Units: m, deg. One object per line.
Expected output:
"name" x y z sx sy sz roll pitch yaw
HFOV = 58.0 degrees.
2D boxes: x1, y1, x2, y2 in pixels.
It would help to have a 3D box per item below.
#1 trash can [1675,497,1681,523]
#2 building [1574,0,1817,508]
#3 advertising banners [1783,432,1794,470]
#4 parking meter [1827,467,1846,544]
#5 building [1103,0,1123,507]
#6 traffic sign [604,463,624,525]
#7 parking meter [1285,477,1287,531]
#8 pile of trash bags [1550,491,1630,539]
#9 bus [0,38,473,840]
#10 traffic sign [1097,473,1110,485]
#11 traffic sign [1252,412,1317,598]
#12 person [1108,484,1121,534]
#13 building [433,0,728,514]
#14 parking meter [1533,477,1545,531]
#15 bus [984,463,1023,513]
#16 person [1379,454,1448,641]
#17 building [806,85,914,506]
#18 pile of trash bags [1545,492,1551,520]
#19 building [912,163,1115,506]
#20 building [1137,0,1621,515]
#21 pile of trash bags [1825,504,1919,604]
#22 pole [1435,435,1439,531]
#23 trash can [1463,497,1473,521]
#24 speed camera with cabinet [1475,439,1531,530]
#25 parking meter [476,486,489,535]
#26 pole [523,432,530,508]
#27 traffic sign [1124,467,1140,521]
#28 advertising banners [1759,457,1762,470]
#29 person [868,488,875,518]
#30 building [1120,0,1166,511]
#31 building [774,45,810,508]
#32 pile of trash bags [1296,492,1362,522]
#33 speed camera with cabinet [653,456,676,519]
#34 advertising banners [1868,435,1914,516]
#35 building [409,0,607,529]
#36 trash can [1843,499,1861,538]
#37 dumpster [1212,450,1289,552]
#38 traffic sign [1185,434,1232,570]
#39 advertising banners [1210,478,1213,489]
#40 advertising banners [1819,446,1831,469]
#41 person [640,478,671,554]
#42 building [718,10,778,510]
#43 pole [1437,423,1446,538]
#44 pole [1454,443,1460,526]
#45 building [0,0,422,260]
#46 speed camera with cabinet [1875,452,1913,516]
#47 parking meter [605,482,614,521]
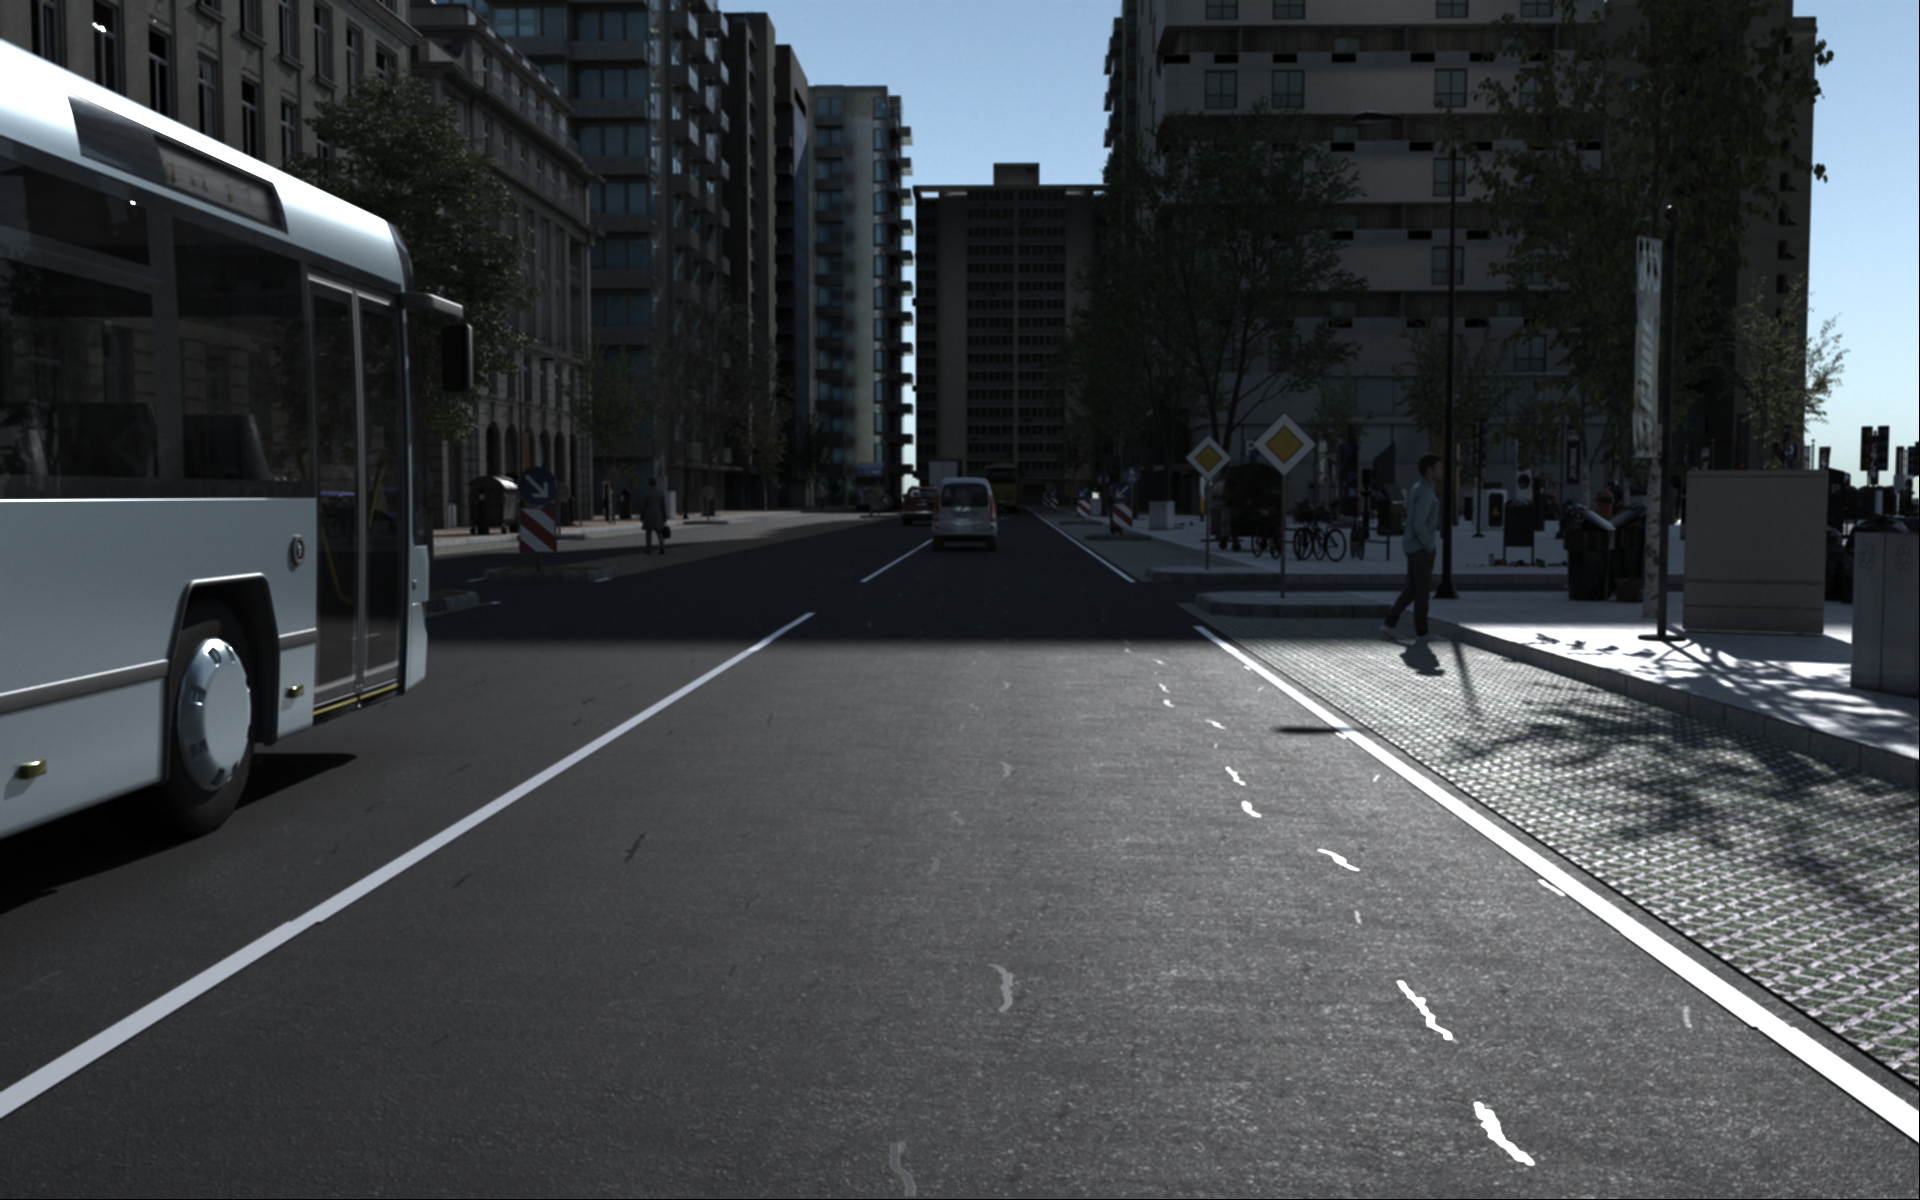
"trash can" 31.916 -4.037 77.652 0.748 1.137 0.748 0 3 0
"building" 68.200 -33.095 164.806 21.600 48.544 21.300 0 4 2
"advertising banners" 23.325 -3.195 48.433 0.090 3.025 2.074 1 4 9
"parking meter" 19.035 -1.953 37.650 0.399 1.863 0.255 2 4 28
"building" 24.810 -33.087 160.585 23.786 49.044 30.456 0 4 2
"traffic sign" -14.413 -4.413 72.156 0.884 2.594 0.081 0 4 3
"parking meter" 11.007 -3.287 59.453 0.399 1.863 0.255 1 4 12
"pile of trash bags" 17.789 -2.360 48.333 1.912 1.369 3.447 1 4 11
"bus" -4.357 -0.585 4.417 2.948 3.499 13.247 0 3 0
"traffic sign" 8.581 -6.327 103.547 0.768 2.556 0.104 1 4 9
"traffic sign" 3.972 -1.079 21.283 0.795 2.450 0.064 0 4 2
"person" 5.199 -3.006 58.063 0.534 1.772 0.576 0 4 -8
"building" -28.436 -30.644 120.635 23.786 49.044 30.456 0 4 2
"parking meter" 20.140 -3.335 60.234 0.399 1.863 0.255 -2 4 -35
"bus" 3.349 -8.750 134.611 2.896 3.916 12.252 0 4 3
"person" 4.426 -0.511 16.873 0.620 1.820 0.660 0 4 2
"building" -20.701 -35.677 202.927 30.456 49.044 23.786 0 4 2
"pile of trash bags" 29.436 -4.631 85.461 1.912 1.369 3.447 0 4 7
"building" 6.609 -31.445 205.999 23.993 40.220 32.217 0 4 2
"building" 26.314 -32.292 117.217 28.713 52.752 27.495 0 4 2
"pile of trash bags" 11.877 -0.669 20.698 3.447 1.369 1.912 0 4 3
"pole" 16.638 -4.065 60.303 0.158 3.312 0.155 0 3 0
"trash can" 24.650 -4.398 83.567 0.748 1.137 0.748 0 3 0
"speed camera with cabinet" 19.310 -4.110 61.535 2.038 3.252 0.660 -2 4 -24
"parking meter" -15.038 -2.824 54.577 0.372 1.533 0.369 0 3 0
"pole" -14.327 -3.881 57.301 0.158 3.312 0.155 0 3 0
"traffic sign" 8.066 -4.959 81.181 0.768 2.556 0.104 0 4 7
"advertising banners" 37.863 -5.230 81.698 0.090 3.025 2.074 1 4 18
"person" -5.150 -5.713 102.175 0.573 1.790 0.520 -3 4 -38
"building" 19.839 -27.836 138.721 14.154 41.232 14.086 0 4 2
"building" -22.790 -31.853 170.915 14.200 45.320 14.600 0 4 2
"pile of trash bags" 17.258 -4.325 80.460 1.912 1.369 3.447 -3 4 -36
"speed camera with cabinet" -15.399 -5.865 90.233 0.660 3.252 2.038 1 4 9
"advertising banners" 27.087 -3.320 50.465 0.090 3.025 2.074 0 4 -7
"building" -24.499 -14.237 74.576 13.314 21.916 24.055 0 4 2
"trash can" 25.762 -2.367 50.362 0.748 1.137 0.748 0 3 0
"dumpster" 6.565 -2.242 39.156 1.502 2.255 1.985 0 4 1
"traffic sign" 4.189 -1.567 29.265 0.795 2.450 0.064 0 4 2
"advertising banners" 14.845 -6.329 99.662 0.090 3.025 2.074 3 5 42
"advertising banners" 31.603 -4.184 64.590 0.090 3.025 2.074 -1 4 -18
"person" -7.262 -1.988 41.110 0.694 1.812 0.767 -2 4 -27
"building" -23.038 -28.096 142.965 14.154 41.232 14.086 0 4 2
"pole" 13.986 -3.438 50.053 0.158 3.312 0.155 0 3 0
"pole" 19.898 -4.623 69.423 0.158 3.312 0.155 0 3 0
"building" -26.929 -13.083 47.183 16.112 22.955 30.059 0 4 2
"speed camera with cabinet" 43.186 -5.241 80.033 2.038 3.252 0.660 -2 4 -31
"parking meter" -16.465 -4.628 81.380 0.255 1.863 0.399 3 4 38
